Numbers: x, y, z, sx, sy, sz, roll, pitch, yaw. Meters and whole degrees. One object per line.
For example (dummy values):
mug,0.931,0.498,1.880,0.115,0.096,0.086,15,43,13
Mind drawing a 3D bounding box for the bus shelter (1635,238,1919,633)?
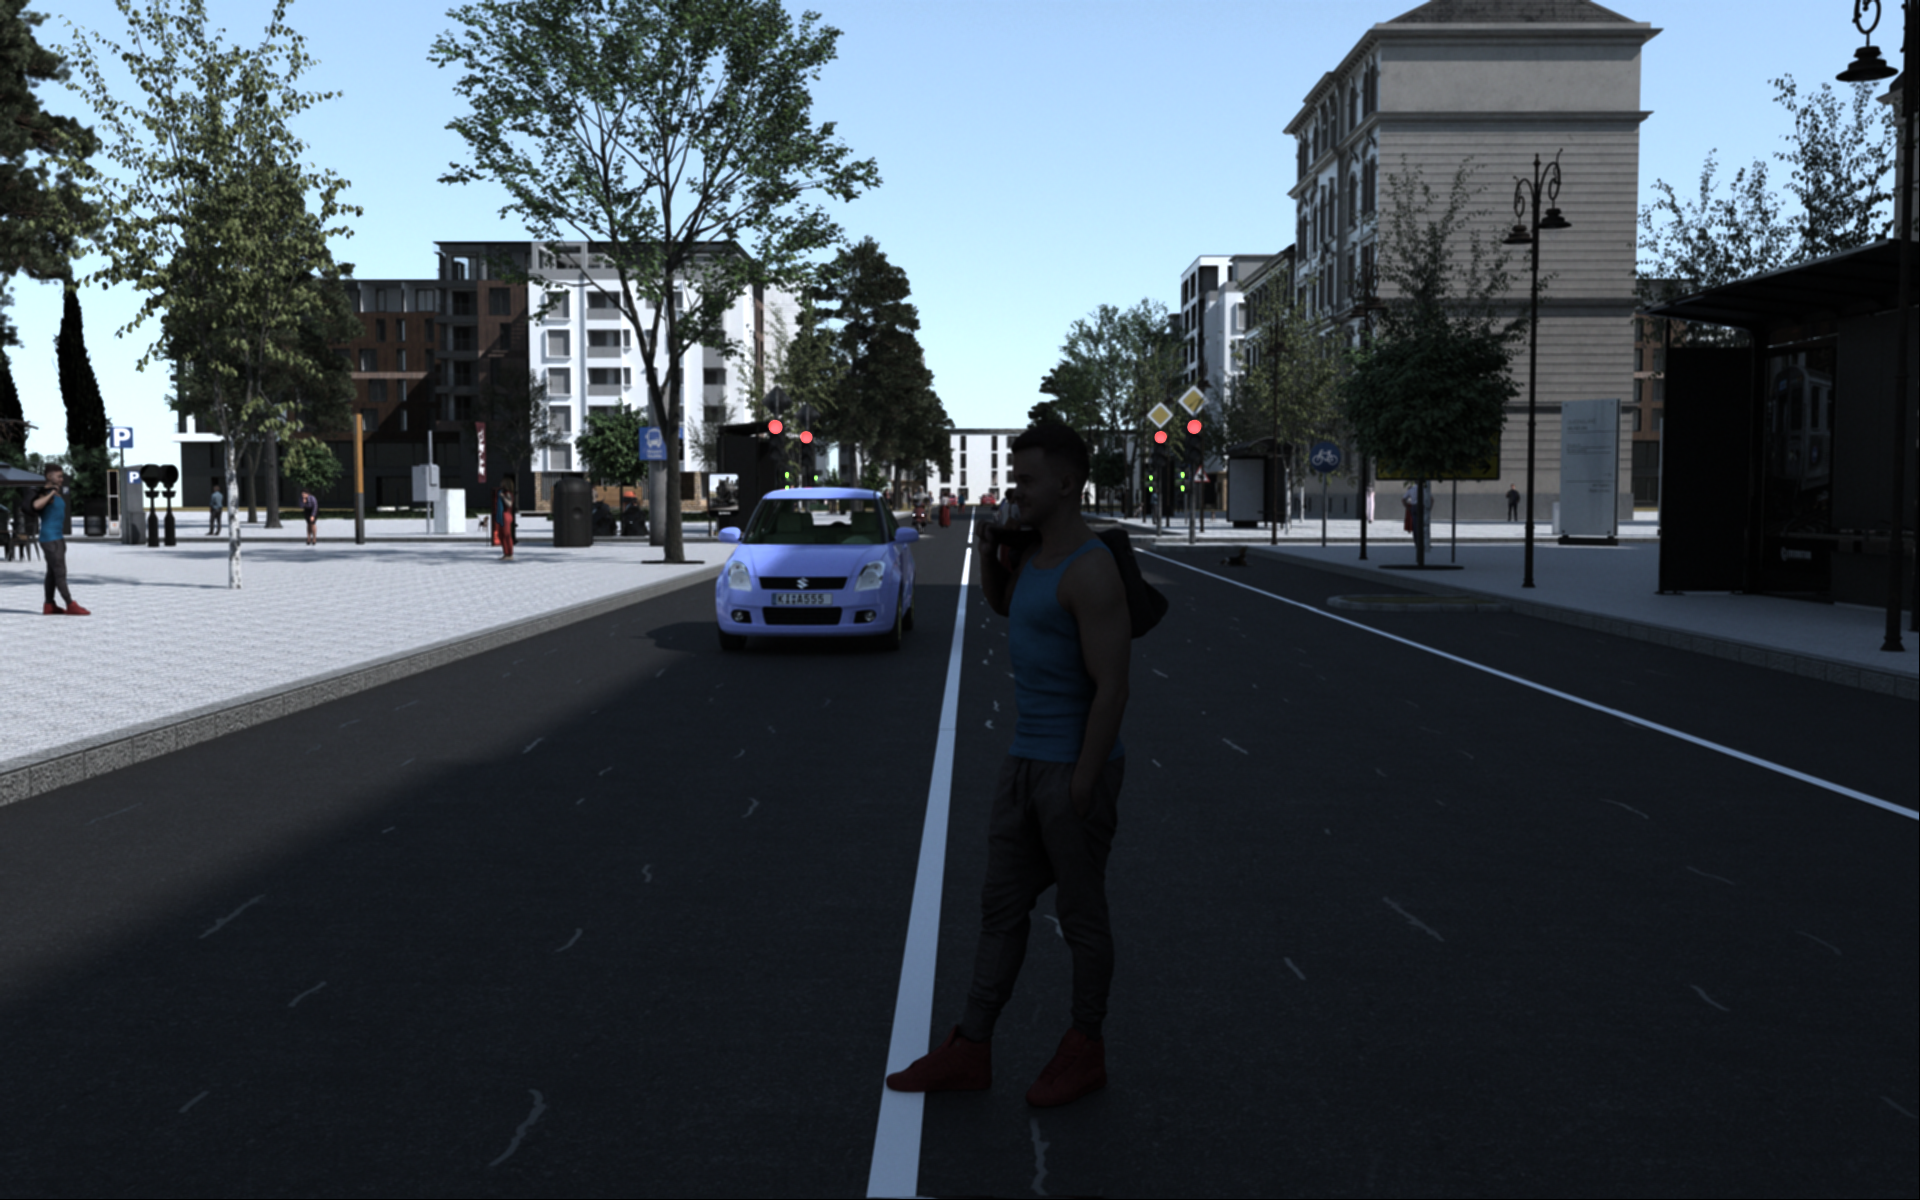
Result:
bus shelter,9.408,-1.697,19.037,1.731,3.624,6.357,0,4,1

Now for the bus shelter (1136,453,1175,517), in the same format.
bus shelter,11.397,-6.710,100.999,1.731,3.624,6.357,0,4,1

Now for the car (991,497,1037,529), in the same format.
car,2.103,-3.056,62.541,1.945,1.354,3.894,0,4,-1

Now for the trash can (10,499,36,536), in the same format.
trash can,-28.337,-2.496,52.456,0.748,1.137,0.748,0,3,0

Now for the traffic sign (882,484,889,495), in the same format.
traffic sign,-5.523,-7.585,124.025,0.884,2.594,0.081,0,4,1

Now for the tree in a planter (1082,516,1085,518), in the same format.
tree in a planter,6.484,-6.524,103.896,1.991,3.239,1.994,0,4,1

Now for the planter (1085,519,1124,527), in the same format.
planter,6.243,-3.419,77.042,1.991,0.319,1.994,0,4,1

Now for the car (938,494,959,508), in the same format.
car,-1.194,-10.618,182.642,2.155,1.783,4.494,0,4,1

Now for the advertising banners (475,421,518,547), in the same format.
advertising banners,-11.389,-2.835,42.543,0.090,3.025,2.074,1,4,12

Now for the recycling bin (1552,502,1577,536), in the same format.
recycling bin,18.836,-2.533,53.961,0.722,1.027,0.722,1,4,19

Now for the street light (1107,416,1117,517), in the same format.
street light,8.530,-7.604,97.112,0.468,5.910,1.993,0,4,1

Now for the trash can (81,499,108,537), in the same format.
trash can,-26.015,-2.473,52.092,0.748,1.137,0.748,0,3,0

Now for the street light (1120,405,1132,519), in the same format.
street light,8.368,-7.014,87.459,0.468,5.910,1.993,0,4,1

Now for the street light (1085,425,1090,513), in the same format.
street light,8.679,-8.789,116.490,0.468,5.910,1.993,0,4,1

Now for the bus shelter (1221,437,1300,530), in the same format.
bus shelter,11.011,-4.281,63.913,2.014,3.302,5.546,0,4,0

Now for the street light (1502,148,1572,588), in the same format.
street light,7.823,-3.111,23.654,0.468,5.910,1.993,0,4,1

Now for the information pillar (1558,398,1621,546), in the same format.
information pillar,15.711,-3.175,43.235,0.184,3.620,1.656,-2,4,-32

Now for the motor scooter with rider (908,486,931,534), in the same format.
motor scooter with rider,-1.488,-3.280,62.586,0.876,1.779,1.986,0,4,2

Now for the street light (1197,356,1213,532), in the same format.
street light,8.132,-5.213,58.025,0.468,5.910,1.993,0,4,1

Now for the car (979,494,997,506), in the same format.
car,3.259,-11.792,201.842,2.155,1.783,4.494,0,4,1

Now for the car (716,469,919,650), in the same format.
car,-1.350,-0.457,17.065,1.945,1.707,3.694,0,4,1

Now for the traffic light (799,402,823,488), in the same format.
traffic light,-4.579,-3.850,52.194,0.839,4.213,0.868,0,4,1

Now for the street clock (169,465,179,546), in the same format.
street clock,-19.478,-2.329,42.653,0.358,2.002,0.471,1,4,15

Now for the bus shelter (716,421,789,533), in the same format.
bus shelter,-6.946,-4.118,58.619,1.731,3.624,6.357,0,4,0

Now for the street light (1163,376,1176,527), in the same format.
street light,8.168,-5.819,67.923,0.468,5.910,1.993,0,4,1

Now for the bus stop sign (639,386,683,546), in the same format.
bus stop sign,-7.341,-3.275,42.561,0.837,3.901,0.837,1,4,11

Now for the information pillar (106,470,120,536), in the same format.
information pillar,-26.006,-2.979,53.193,0.304,2.012,0.304,-2,4,-33

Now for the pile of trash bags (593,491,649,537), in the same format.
pile of trash bags,-10.454,-2.670,53.410,1.912,1.369,3.447,0,4,-1

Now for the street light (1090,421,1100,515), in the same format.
street light,8.492,-8.194,106.766,0.468,5.910,1.993,0,4,1

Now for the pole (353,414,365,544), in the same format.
pole,-15.334,-3.078,44.169,0.158,3.312,0.155,0,3,0

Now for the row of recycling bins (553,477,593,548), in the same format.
row of recycling bins,-9.658,-2.208,43.218,1.069,1.692,3.534,-1,4,-13

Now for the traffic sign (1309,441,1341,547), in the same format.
traffic sign,8.831,-2.560,41.958,0.768,2.556,0.104,1,4,9

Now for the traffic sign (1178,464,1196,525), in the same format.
traffic sign,9.485,-4.430,72.544,0.768,2.556,0.104,0,4,2

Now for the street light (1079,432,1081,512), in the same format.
street light,8.766,-9.425,126.887,0.468,5.910,1.993,0,4,1

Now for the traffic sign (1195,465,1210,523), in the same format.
traffic sign,10.728,-4.729,77.325,0.884,2.594,0.081,0,4,6

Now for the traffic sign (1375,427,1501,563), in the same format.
traffic sign,8.902,-2.351,32.319,2.265,3.308,0.079,1,4,8

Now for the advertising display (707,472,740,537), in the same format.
advertising display,-7.066,-2.846,51.752,0.974,1.923,0.123,-2,4,-24

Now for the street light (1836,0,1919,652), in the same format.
street light,7.636,-2.521,14.001,0.468,5.910,1.993,0,4,1

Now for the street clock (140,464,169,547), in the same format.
street clock,-19.528,-2.282,41.879,0.471,2.002,0.358,0,4,2

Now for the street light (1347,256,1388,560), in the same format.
street light,7.912,-3.732,33.806,0.468,5.910,1.993,0,4,1

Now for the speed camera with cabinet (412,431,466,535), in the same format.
speed camera with cabinet,-16.505,-3.702,54.860,0.660,3.252,2.038,1,4,18

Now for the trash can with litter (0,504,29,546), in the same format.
trash can with litter,-23.463,-1.915,42.695,1.055,1.170,0.624,-1,4,-14

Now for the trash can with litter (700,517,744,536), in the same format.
trash can with litter,-6.909,-2.607,53.684,2.233,1.210,1.678,0,4,-4

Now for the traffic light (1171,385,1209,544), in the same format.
traffic light,5.909,-3.357,44.130,0.839,4.213,0.868,0,4,1

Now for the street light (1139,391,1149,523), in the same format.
street light,8.274,-6.409,77.576,0.468,5.910,1.993,0,4,1

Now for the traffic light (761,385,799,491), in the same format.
traffic light,-4.652,-3.362,44.210,0.839,4.213,0.868,0,4,1

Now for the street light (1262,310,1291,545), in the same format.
street light,7.947,-4.333,43.632,0.468,5.910,1.993,0,4,1

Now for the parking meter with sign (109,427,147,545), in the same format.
parking meter with sign,-21.279,-2.946,44.424,0.543,3.016,1.738,-3,4,-38

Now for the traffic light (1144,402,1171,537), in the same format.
traffic light,5.982,-3.845,52.115,0.839,4.213,0.868,0,4,1
